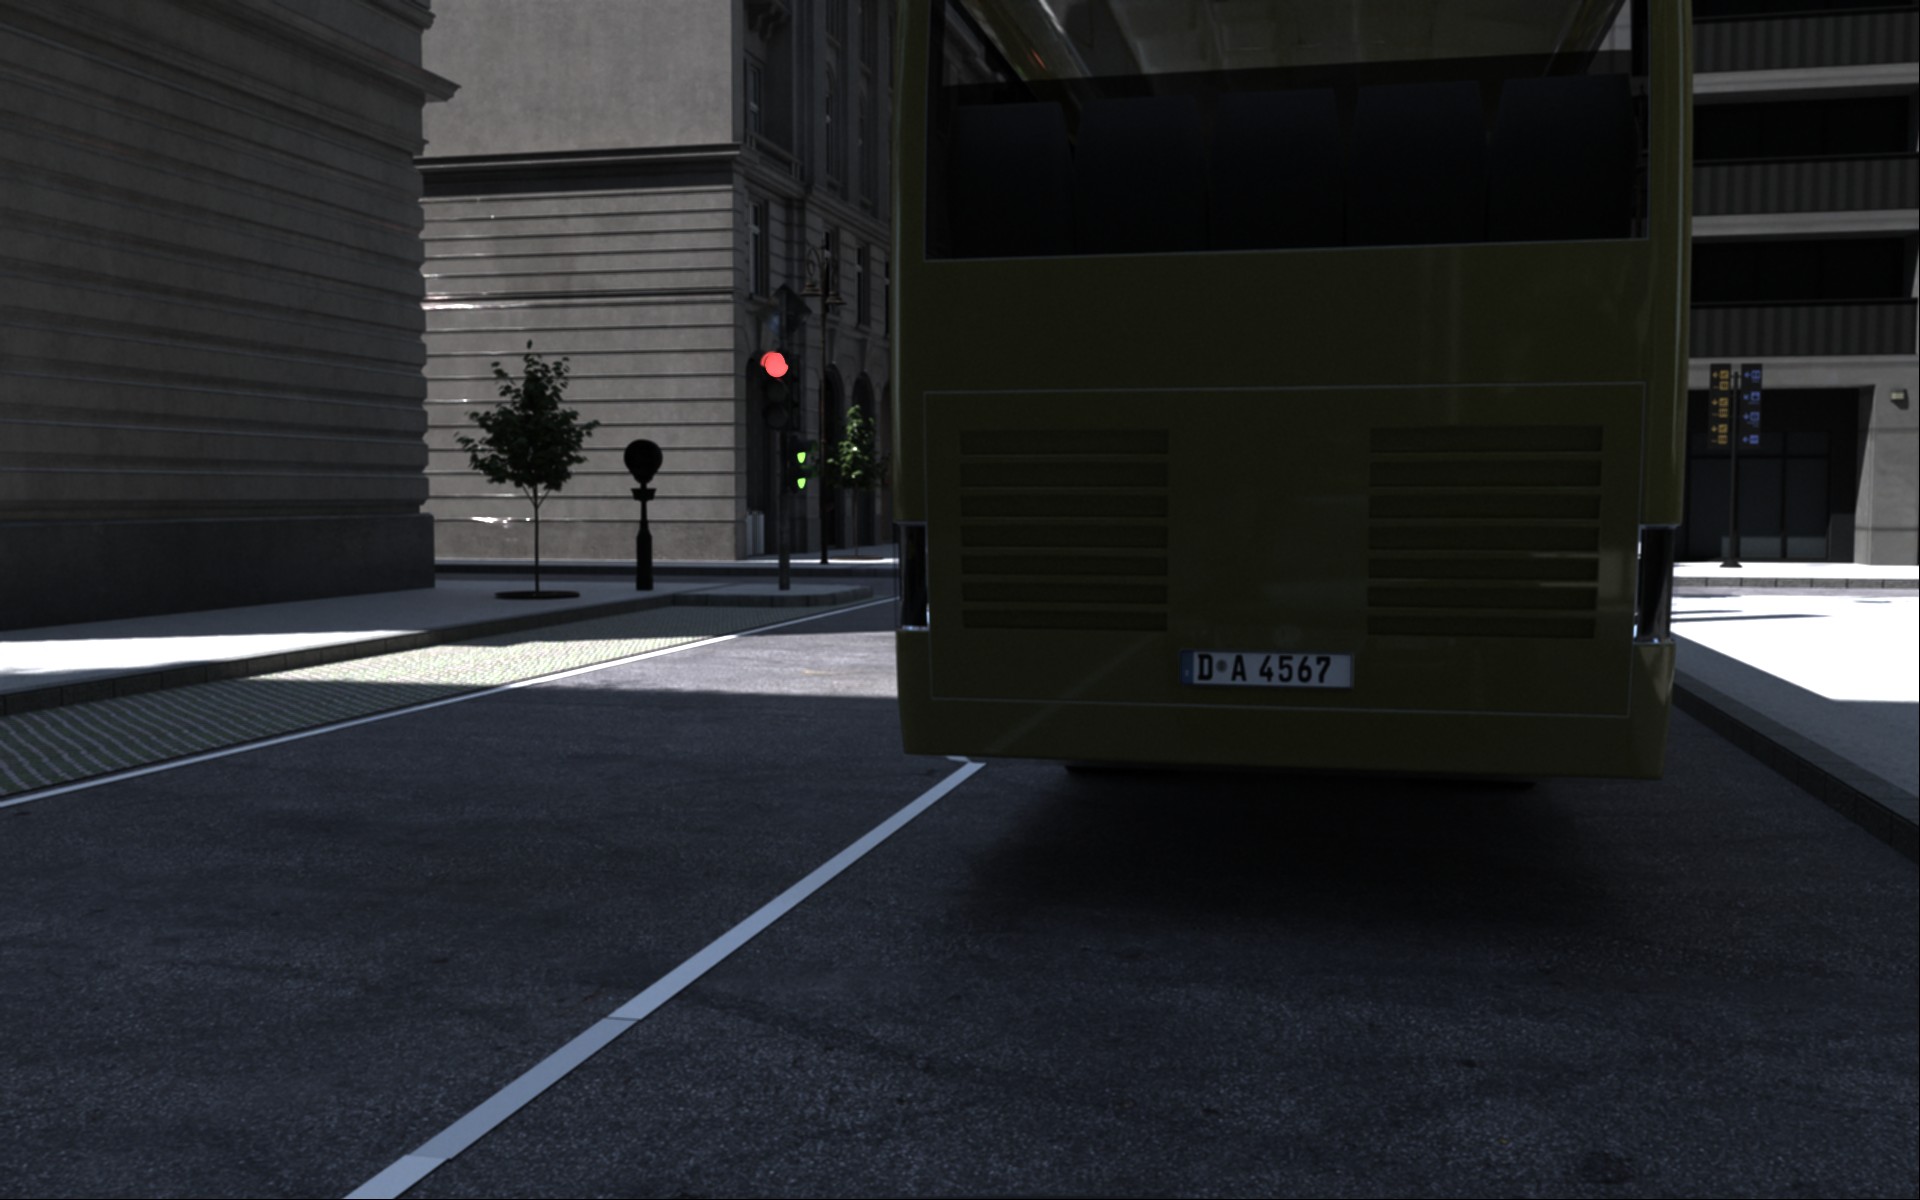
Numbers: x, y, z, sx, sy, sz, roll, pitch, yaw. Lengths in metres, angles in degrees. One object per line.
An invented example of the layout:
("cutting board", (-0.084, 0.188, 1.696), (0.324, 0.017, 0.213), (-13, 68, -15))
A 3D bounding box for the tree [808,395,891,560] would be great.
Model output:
("tree", (-1.945, -2.411, 34.016), (1.663, 3.219, 1.824), (0, 3, 0))

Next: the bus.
("bus", (2.316, -1.215, 11.418), (2.896, 3.916, 12.252), (1, 4, 13))

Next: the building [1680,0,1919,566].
("building", (23.964, -36.652, 37.512), (20.611, 71.187, 20.563), (1, 4, 13))

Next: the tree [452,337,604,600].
("tree", (-5.307, -1.652, 21.606), (1.663, 3.219, 1.824), (0, 3, 0))

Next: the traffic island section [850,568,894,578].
("traffic island section", (-0.618, -0.535, 31.028), (2.009, 0.180, 2.903), (1, 4, 13))

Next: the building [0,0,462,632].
("building", (-17.278, -11.717, 20.449), (19.941, 23.489, 11.050), (1, 4, 13))

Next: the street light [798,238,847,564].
("street light", (-2.487, -3.595, 31.564), (0.468, 5.910, 1.993), (1, 4, 13))

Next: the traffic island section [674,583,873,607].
("traffic island section", (-2.375, -0.059, 23.238), (2.009, 0.180, 2.903), (1, 4, 13))

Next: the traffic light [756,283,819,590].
("traffic light", (-2.338, -2.090, 23.094), (0.839, 4.253, 0.868), (1, 4, 13))

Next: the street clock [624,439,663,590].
("street clock", (-4.217, -1.134, 23.108), (0.471, 2.002, 0.358), (0, 4, 3))

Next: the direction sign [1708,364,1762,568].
("direction sign", (13.467, -2.334, 30.151), (0.876, 3.537, 0.379), (0, 4, 2))

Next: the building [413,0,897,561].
("building", (-7.461, -12.423, 44.912), (13.314, 21.916, 24.055), (1, 4, 13))
